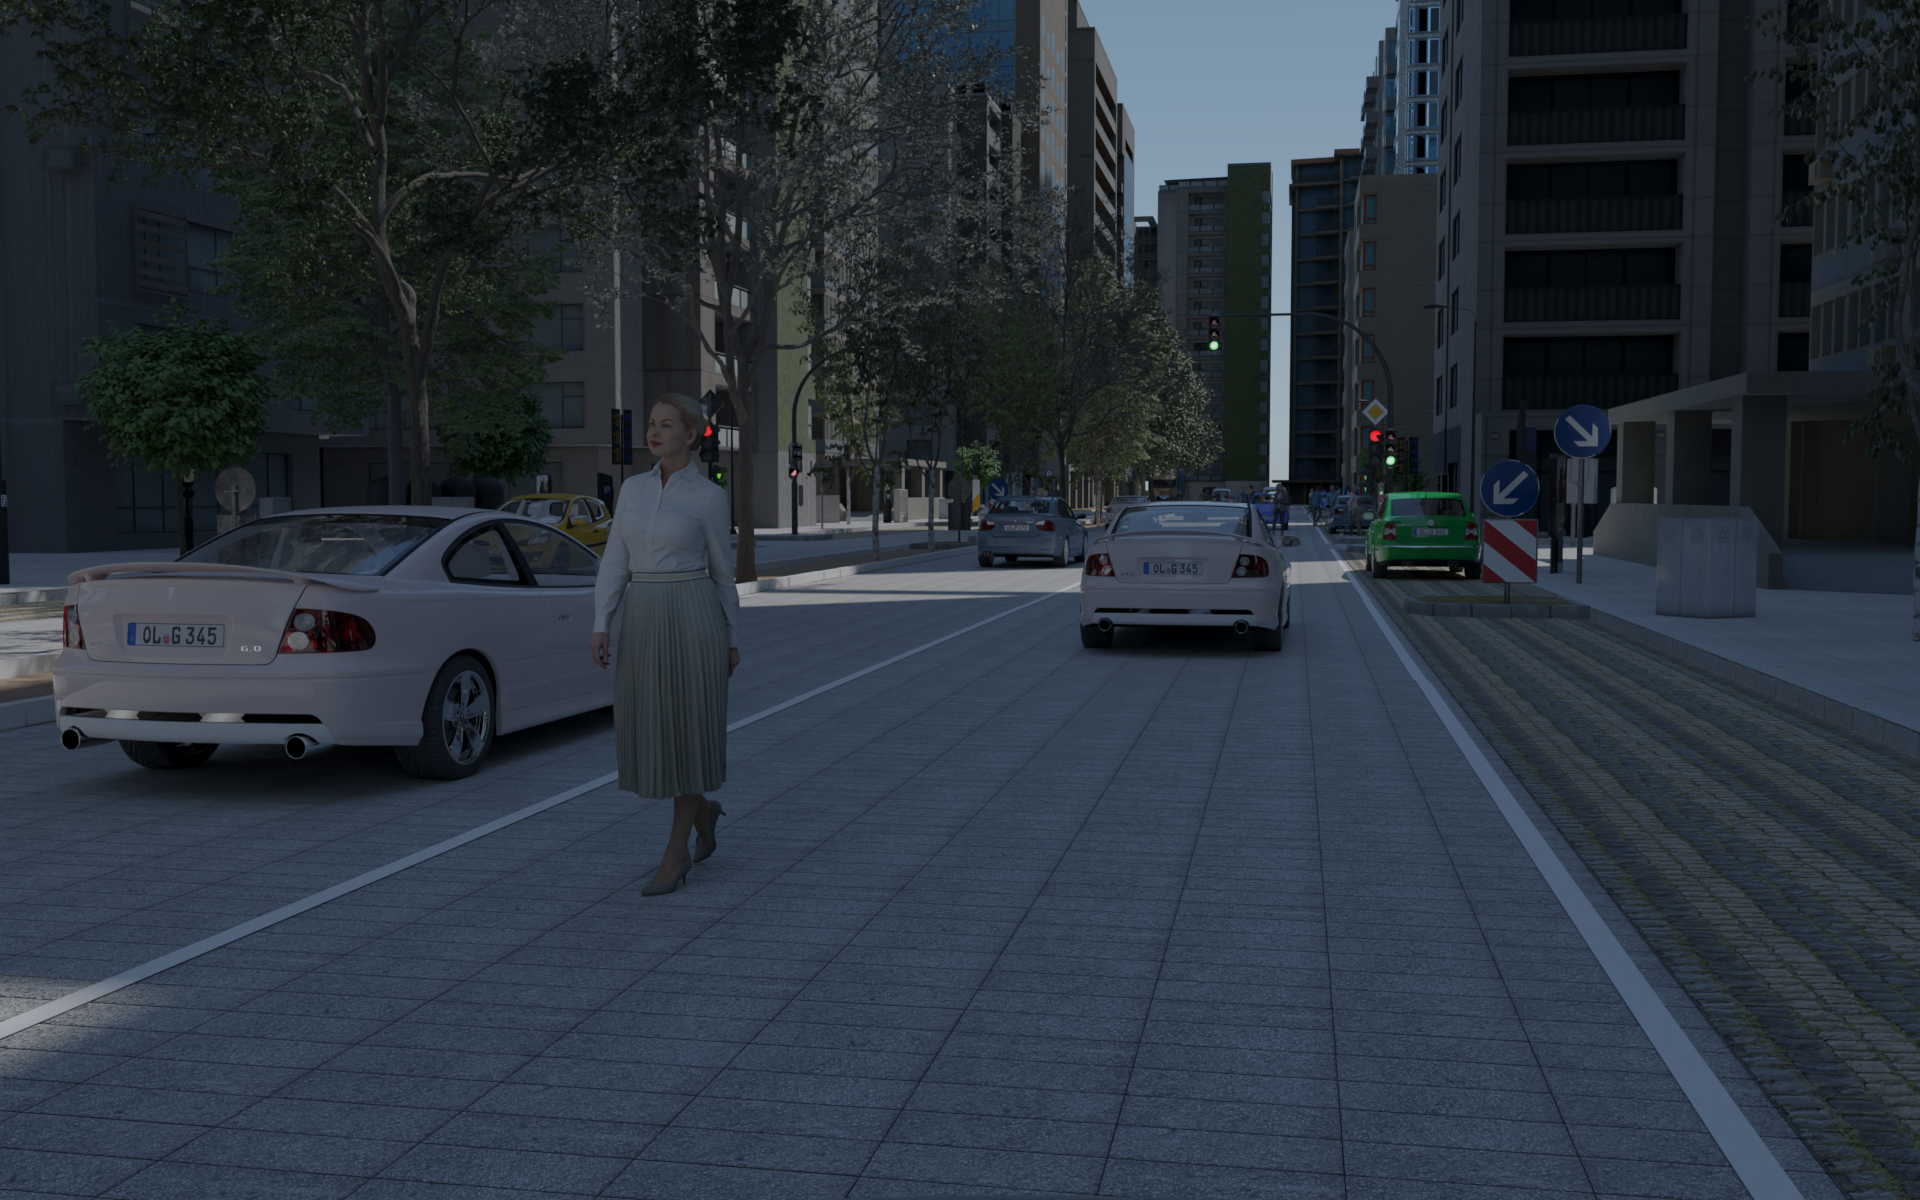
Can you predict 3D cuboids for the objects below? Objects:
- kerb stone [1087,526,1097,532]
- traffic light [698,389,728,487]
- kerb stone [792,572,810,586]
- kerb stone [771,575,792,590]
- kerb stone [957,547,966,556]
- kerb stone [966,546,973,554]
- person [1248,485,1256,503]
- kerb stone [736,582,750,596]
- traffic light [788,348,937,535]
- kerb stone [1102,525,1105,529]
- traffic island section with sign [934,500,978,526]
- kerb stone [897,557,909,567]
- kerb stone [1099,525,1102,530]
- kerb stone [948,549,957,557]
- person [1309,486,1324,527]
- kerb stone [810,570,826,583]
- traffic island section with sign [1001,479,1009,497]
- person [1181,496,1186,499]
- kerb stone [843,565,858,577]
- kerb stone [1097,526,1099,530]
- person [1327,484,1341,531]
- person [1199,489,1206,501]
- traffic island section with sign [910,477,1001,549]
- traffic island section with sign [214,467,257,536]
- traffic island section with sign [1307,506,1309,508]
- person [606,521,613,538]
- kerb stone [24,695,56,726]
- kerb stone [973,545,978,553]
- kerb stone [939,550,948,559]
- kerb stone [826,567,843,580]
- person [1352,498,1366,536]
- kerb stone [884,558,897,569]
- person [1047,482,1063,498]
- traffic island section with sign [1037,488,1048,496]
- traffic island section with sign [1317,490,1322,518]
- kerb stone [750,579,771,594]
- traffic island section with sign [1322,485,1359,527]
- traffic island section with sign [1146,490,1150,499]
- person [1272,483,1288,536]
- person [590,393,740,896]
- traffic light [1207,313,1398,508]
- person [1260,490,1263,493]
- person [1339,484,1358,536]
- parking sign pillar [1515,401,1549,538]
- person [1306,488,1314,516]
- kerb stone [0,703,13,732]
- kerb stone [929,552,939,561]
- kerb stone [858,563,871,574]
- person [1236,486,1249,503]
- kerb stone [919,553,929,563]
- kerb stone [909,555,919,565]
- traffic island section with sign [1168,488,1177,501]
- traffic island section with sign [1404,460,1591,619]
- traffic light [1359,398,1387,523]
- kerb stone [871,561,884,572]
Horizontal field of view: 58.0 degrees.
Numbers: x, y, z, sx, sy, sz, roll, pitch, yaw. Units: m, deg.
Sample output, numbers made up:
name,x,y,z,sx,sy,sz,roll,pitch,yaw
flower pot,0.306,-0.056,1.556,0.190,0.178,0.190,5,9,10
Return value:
name,x,y,z,sx,sy,sz,roll,pitch,yaw
kerb stone,5.075,-2.745,67.073,0.120,0.150,1.000,1,4,11
traffic light,-6.682,-3.517,46.418,0.839,4.253,0.868,1,4,11
kerb stone,-2.599,-0.311,27.281,0.120,0.150,1.000,1,4,11
kerb stone,-2.795,-0.248,26.276,0.120,0.150,1.000,1,4,11
kerb stone,-0.082,-1.110,40.351,0.120,0.150,1.000,1,4,11
kerb stone,0.108,-1.172,41.355,0.120,0.150,1.000,1,4,11
person,12.987,-4.182,76.839,0.822,1.834,0.622,2,4,29
kerb stone,-3.188,-0.127,24.268,0.120,0.150,1.000,1,4,11
traffic light,-3.100,-4.846,53.898,4.771,5.953,1.251,1,4,11
kerb stone,5.653,-2.929,70.091,0.120,0.150,1.000,1,4,11
traffic island section with sign,-0.076,-4.317,79.214,1.989,1.847,2.006,1,4,11
kerb stone,-1.236,-0.742,34.320,0.120,0.150,1.000,1,4,11
kerb stone,5.458,-2.865,69.081,0.120,0.150,1.000,1,4,11
kerb stone,-0.280,-1.046,39.348,0.120,0.150,1.000,1,4,11
person,15.560,-4.088,75.677,0.444,1.785,0.601,-3,5,-39
kerb stone,-2.421,-0.373,28.288,0.120,0.150,1.000,1,4,11
traffic island section with sign,1.276,-2.732,52.806,2.006,1.907,1.989,1,4,11
person,25.728,-11.770,200.881,1.348,1.831,0.705,-3,4,-37
kerb stone,-2.012,-0.496,30.304,0.120,0.150,1.000,1,4,11
kerb stone,5.261,-2.802,68.078,0.120,0.150,1.000,1,4,11
person,14.324,-3.524,66.135,0.660,1.820,0.620,2,4,30
person,20.010,-8.171,142.113,0.705,1.823,1.348,-2,4,-32
traffic island section with sign,-0.136,-2.287,45.534,2.006,1.907,1.989,1,4,11
traffic island section with sign,-10.620,-0.974,24.556,1.989,1.847,2.006,1,4,11
traffic island section with sign,31.498,-8.706,150.967,1.989,1.847,2.006,1,4,11
person,-2.880,-0.094,15.045,0.382,1.210,0.505,-3,5,-44
kerb stone,-5.711,0.674,11.173,0.120,0.150,1.000,1,4,11
kerb stone,0.304,-1.232,42.358,0.120,0.150,1.000,1,4,11
kerb stone,-0.470,-0.988,38.344,0.120,0.150,1.000,1,4,11
kerb stone,-2.217,-0.430,29.296,0.120,0.150,1.000,1,4,11
person,12.257,-2.476,53.247,0.475,1.303,0.640,-2,4,-25
kerb stone,-1.434,-0.669,33.318,0.120,0.150,1.000,1,4,11
person,3.281,-3.186,60.397,0.655,1.846,0.447,2,4,31
traffic island section with sign,5.022,-5.936,105.685,1.989,1.847,2.006,1,4,11
traffic island section with sign,22.095,-5.725,102.227,1.989,1.847,2.006,1,4,11
kerb stone,-2.994,-0.188,25.273,0.120,0.150,1.000,1,4,11
traffic island section with sign,16.984,-4.106,75.759,1.989,1.847,2.006,1,4,11
traffic island section with sign,19.513,-10.532,180.826,1.989,1.847,2.006,1,4,11
person,10.871,-3.068,58.850,0.537,1.800,0.526,2,4,33
person,-1.043,0.141,6.417,0.478,1.798,0.641,2,4,25
traffic light,8.593,-4.201,43.356,4.771,5.953,1.251,1,4,11
person,19.859,-6.405,114.052,0.563,1.720,0.643,2,4,32
person,12.328,-2.796,54.894,0.598,1.740,0.731,1,4,10
parking sign pillar,16.513,-3.802,50.627,1.447,3.967,1.447,1,4,13
person,22.946,-6.392,113.234,0.478,1.798,0.641,-3,5,-40
kerb stone,-5.899,0.736,10.163,0.120,0.150,1.000,1,4,11
kerb stone,-0.658,-0.926,37.339,0.120,0.150,1.000,1,4,11
kerb stone,-1.829,-0.558,31.312,0.120,0.150,1.000,1,4,11
person,12.808,-4.257,78.445,0.601,1.785,0.444,1,4,15
kerb stone,-0.858,-0.865,36.335,0.120,0.150,1.000,1,4,11
kerb stone,-1.052,-0.797,35.326,0.120,0.150,1.000,1,4,11
traffic island section with sign,15.495,-7.245,126.592,2.006,1.907,1.989,1,4,11
traffic island section with sign,6.396,-0.746,20.817,1.989,1.847,2.006,1,4,11
traffic light,12.176,-3.793,50.943,0.839,4.253,0.868,1,4,11
kerb stone,-1.637,-0.619,32.316,0.120,0.150,1.000,1,4,11
